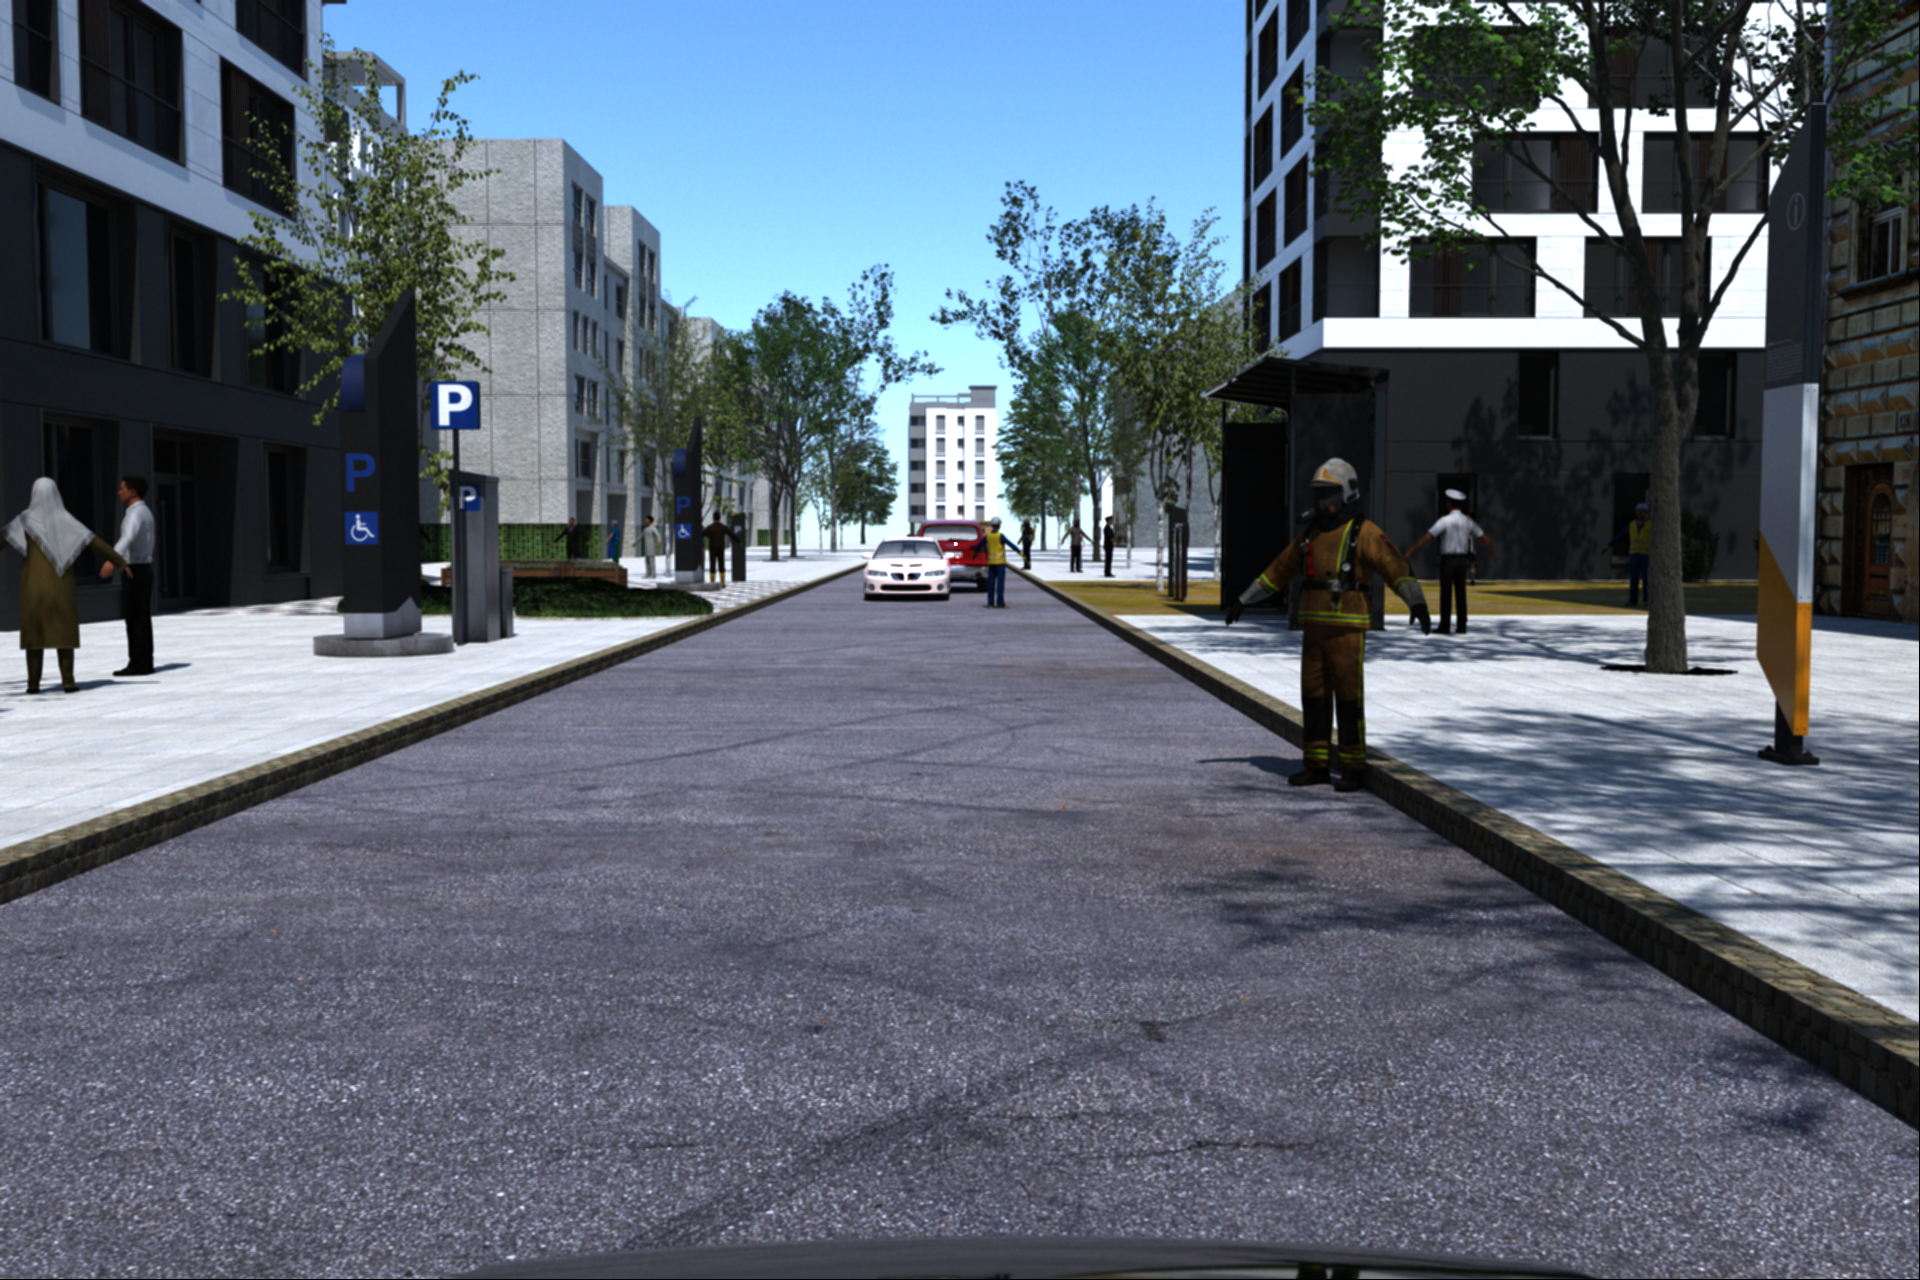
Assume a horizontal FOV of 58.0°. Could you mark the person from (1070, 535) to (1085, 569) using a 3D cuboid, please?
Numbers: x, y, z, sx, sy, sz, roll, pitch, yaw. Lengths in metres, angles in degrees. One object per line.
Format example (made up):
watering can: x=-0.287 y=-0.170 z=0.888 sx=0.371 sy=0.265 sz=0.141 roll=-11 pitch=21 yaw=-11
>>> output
person: x=4.326 y=-3.330 z=63.719 sx=0.599 sy=1.433 sz=0.991 roll=-2 pitch=4 yaw=-26

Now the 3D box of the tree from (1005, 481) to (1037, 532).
tree: x=8.028 y=-16.767 z=224.505 sx=4.737 sy=8.622 sz=4.395 roll=0 pitch=3 yaw=0

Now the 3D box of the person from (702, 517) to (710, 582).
person: x=-6.430 y=-2.231 z=42.755 sx=0.705 sy=1.796 sz=1.348 roll=2 pitch=4 yaw=35

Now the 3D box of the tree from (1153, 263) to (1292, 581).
tree: x=7.062 y=-5.901 z=46.836 sx=4.737 sy=8.622 sz=4.395 roll=0 pitch=3 yaw=0

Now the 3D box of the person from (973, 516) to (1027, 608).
person: x=0.746 y=-1.503 z=33.497 sx=1.216 sy=1.772 sz=0.721 roll=2 pitch=4 yaw=34

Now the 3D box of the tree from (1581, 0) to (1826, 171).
tree: x=16.967 y=-11.010 z=35.905 sx=12.611 sy=20.169 sz=13.585 roll=0 pitch=3 yaw=0

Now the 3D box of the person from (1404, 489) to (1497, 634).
person: x=6.342 y=-1.010 z=22.307 sx=1.343 sy=1.855 sz=0.704 roll=-1 pitch=4 yaw=-13

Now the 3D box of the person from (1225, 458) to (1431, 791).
person: x=2.094 y=-0.094 z=9.764 sx=0.705 sy=1.858 sz=1.354 roll=-3 pitch=5 yaw=-43

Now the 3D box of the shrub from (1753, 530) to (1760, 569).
shrub: x=21.640 y=-2.520 z=45.249 sx=1.661 sy=2.075 sz=1.752 roll=0 pitch=3 yaw=0

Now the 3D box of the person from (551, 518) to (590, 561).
person: x=-12.263 y=-2.965 z=54.701 sx=1.346 sy=1.802 sz=0.704 roll=1 pitch=4 yaw=16

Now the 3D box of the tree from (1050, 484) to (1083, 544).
tree: x=13.821 y=-16.776 z=224.644 sx=4.737 sy=8.622 sz=4.395 roll=0 pitch=3 yaw=0

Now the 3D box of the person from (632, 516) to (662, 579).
person: x=-8.952 y=-2.670 z=49.843 sx=1.347 sy=1.806 sz=0.705 roll=3 pitch=5 yaw=44

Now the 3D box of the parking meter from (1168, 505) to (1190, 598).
parking meter: x=4.423 y=-1.791 z=35.002 sx=0.399 sy=1.863 sz=0.255 roll=0 pitch=3 yaw=0

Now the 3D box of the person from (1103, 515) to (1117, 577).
person: x=4.466 y=-2.797 z=51.658 sx=0.705 sy=1.837 sz=1.347 roll=0 pitch=4 yaw=-3

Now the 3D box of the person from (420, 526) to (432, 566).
person: x=-16.123 y=-2.752 z=51.186 sx=0.705 sy=1.806 sz=1.347 roll=2 pitch=4 yaw=33

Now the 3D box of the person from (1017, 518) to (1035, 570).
person: x=2.375 y=-3.452 z=62.222 sx=0.705 sy=1.856 sz=1.354 roll=-1 pitch=4 yaw=-16

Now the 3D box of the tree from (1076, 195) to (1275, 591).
tree: x=4.731 y=-5.401 z=38.672 sx=4.737 sy=8.622 sz=4.395 roll=0 pitch=3 yaw=0

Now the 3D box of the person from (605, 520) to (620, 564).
person: x=-13.259 y=-3.686 z=66.385 sx=0.704 sy=1.817 sz=1.347 roll=1 pitch=4 yaw=9

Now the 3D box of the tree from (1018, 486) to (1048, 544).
tree: x=9.710 y=-16.429 z=218.979 sx=4.360 sy=8.622 sz=3.978 roll=0 pitch=3 yaw=0

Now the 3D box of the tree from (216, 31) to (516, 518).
tree: x=-8.483 y=-4.607 z=25.683 sx=4.737 sy=8.622 sz=4.395 roll=0 pitch=3 yaw=0

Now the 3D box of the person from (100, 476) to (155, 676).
person: x=-7.537 y=-0.589 z=15.788 sx=0.704 sy=1.810 sz=1.344 roll=-1 pitch=4 yaw=-12

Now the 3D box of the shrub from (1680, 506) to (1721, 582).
shrub: x=19.453 y=-2.563 z=46.318 sx=1.690 sy=2.028 sz=1.600 roll=0 pitch=3 yaw=0

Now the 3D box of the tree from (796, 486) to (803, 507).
tree: x=-22.442 y=-16.712 z=223.604 sx=4.737 sy=8.622 sz=4.395 roll=0 pitch=3 yaw=0

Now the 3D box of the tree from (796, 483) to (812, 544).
tree: x=-20.557 y=-16.416 z=218.770 sx=4.737 sy=8.622 sz=4.395 roll=0 pitch=3 yaw=0

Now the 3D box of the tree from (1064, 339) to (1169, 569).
tree: x=6.522 y=-6.972 z=64.361 sx=4.360 sy=8.622 sz=3.978 roll=0 pitch=3 yaw=0

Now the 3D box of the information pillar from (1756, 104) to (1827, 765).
information pillar: x=4.670 y=-1.125 z=9.741 sx=0.183 sy=3.616 sz=0.504 roll=0 pitch=4 yaw=0

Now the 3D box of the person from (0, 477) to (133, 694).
person: x=-7.371 y=-0.443 z=14.023 sx=1.217 sy=1.736 sz=0.721 roll=-1 pitch=4 yaw=-21

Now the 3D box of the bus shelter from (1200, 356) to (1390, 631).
bus shelter: x=4.884 y=-2.124 z=26.015 sx=1.731 sy=3.624 sz=6.357 roll=0 pitch=3 yaw=0

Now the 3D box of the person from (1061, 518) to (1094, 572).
person: x=3.897 y=-3.173 z=58.010 sx=1.348 sy=1.813 sz=0.705 roll=-2 pitch=4 yaw=-32

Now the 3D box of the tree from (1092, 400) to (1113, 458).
tree: x=23.243 y=-22.396 z=222.062 sx=12.611 sy=20.169 sz=13.585 roll=0 pitch=3 yaw=0

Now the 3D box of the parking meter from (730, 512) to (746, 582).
parking meter: x=-5.985 y=-2.505 z=46.672 sx=0.399 sy=1.863 sz=0.255 roll=0 pitch=4 yaw=0

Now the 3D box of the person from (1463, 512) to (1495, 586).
person: x=12.581 y=-2.249 z=42.910 sx=1.345 sy=1.843 sz=0.704 roll=2 pitch=4 yaw=28

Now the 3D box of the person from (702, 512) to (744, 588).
person: x=-5.812 y=-2.155 z=41.370 sx=1.346 sy=1.812 sz=0.704 roll=-1 pitch=4 yaw=-19

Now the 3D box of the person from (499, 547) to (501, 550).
person: x=-11.753 y=-2.213 z=42.035 sx=1.347 sy=1.847 sz=0.705 roll=2 pitch=4 yaw=25

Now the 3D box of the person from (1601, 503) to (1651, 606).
person: x=12.128 y=-1.523 z=30.874 sx=1.349 sy=1.833 sz=0.705 roll=3 pitch=5 yaw=41

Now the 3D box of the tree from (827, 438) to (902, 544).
tree: x=-12.431 y=-19.374 z=223.419 sx=9.857 sy=13.997 sz=8.962 roll=0 pitch=3 yaw=0
